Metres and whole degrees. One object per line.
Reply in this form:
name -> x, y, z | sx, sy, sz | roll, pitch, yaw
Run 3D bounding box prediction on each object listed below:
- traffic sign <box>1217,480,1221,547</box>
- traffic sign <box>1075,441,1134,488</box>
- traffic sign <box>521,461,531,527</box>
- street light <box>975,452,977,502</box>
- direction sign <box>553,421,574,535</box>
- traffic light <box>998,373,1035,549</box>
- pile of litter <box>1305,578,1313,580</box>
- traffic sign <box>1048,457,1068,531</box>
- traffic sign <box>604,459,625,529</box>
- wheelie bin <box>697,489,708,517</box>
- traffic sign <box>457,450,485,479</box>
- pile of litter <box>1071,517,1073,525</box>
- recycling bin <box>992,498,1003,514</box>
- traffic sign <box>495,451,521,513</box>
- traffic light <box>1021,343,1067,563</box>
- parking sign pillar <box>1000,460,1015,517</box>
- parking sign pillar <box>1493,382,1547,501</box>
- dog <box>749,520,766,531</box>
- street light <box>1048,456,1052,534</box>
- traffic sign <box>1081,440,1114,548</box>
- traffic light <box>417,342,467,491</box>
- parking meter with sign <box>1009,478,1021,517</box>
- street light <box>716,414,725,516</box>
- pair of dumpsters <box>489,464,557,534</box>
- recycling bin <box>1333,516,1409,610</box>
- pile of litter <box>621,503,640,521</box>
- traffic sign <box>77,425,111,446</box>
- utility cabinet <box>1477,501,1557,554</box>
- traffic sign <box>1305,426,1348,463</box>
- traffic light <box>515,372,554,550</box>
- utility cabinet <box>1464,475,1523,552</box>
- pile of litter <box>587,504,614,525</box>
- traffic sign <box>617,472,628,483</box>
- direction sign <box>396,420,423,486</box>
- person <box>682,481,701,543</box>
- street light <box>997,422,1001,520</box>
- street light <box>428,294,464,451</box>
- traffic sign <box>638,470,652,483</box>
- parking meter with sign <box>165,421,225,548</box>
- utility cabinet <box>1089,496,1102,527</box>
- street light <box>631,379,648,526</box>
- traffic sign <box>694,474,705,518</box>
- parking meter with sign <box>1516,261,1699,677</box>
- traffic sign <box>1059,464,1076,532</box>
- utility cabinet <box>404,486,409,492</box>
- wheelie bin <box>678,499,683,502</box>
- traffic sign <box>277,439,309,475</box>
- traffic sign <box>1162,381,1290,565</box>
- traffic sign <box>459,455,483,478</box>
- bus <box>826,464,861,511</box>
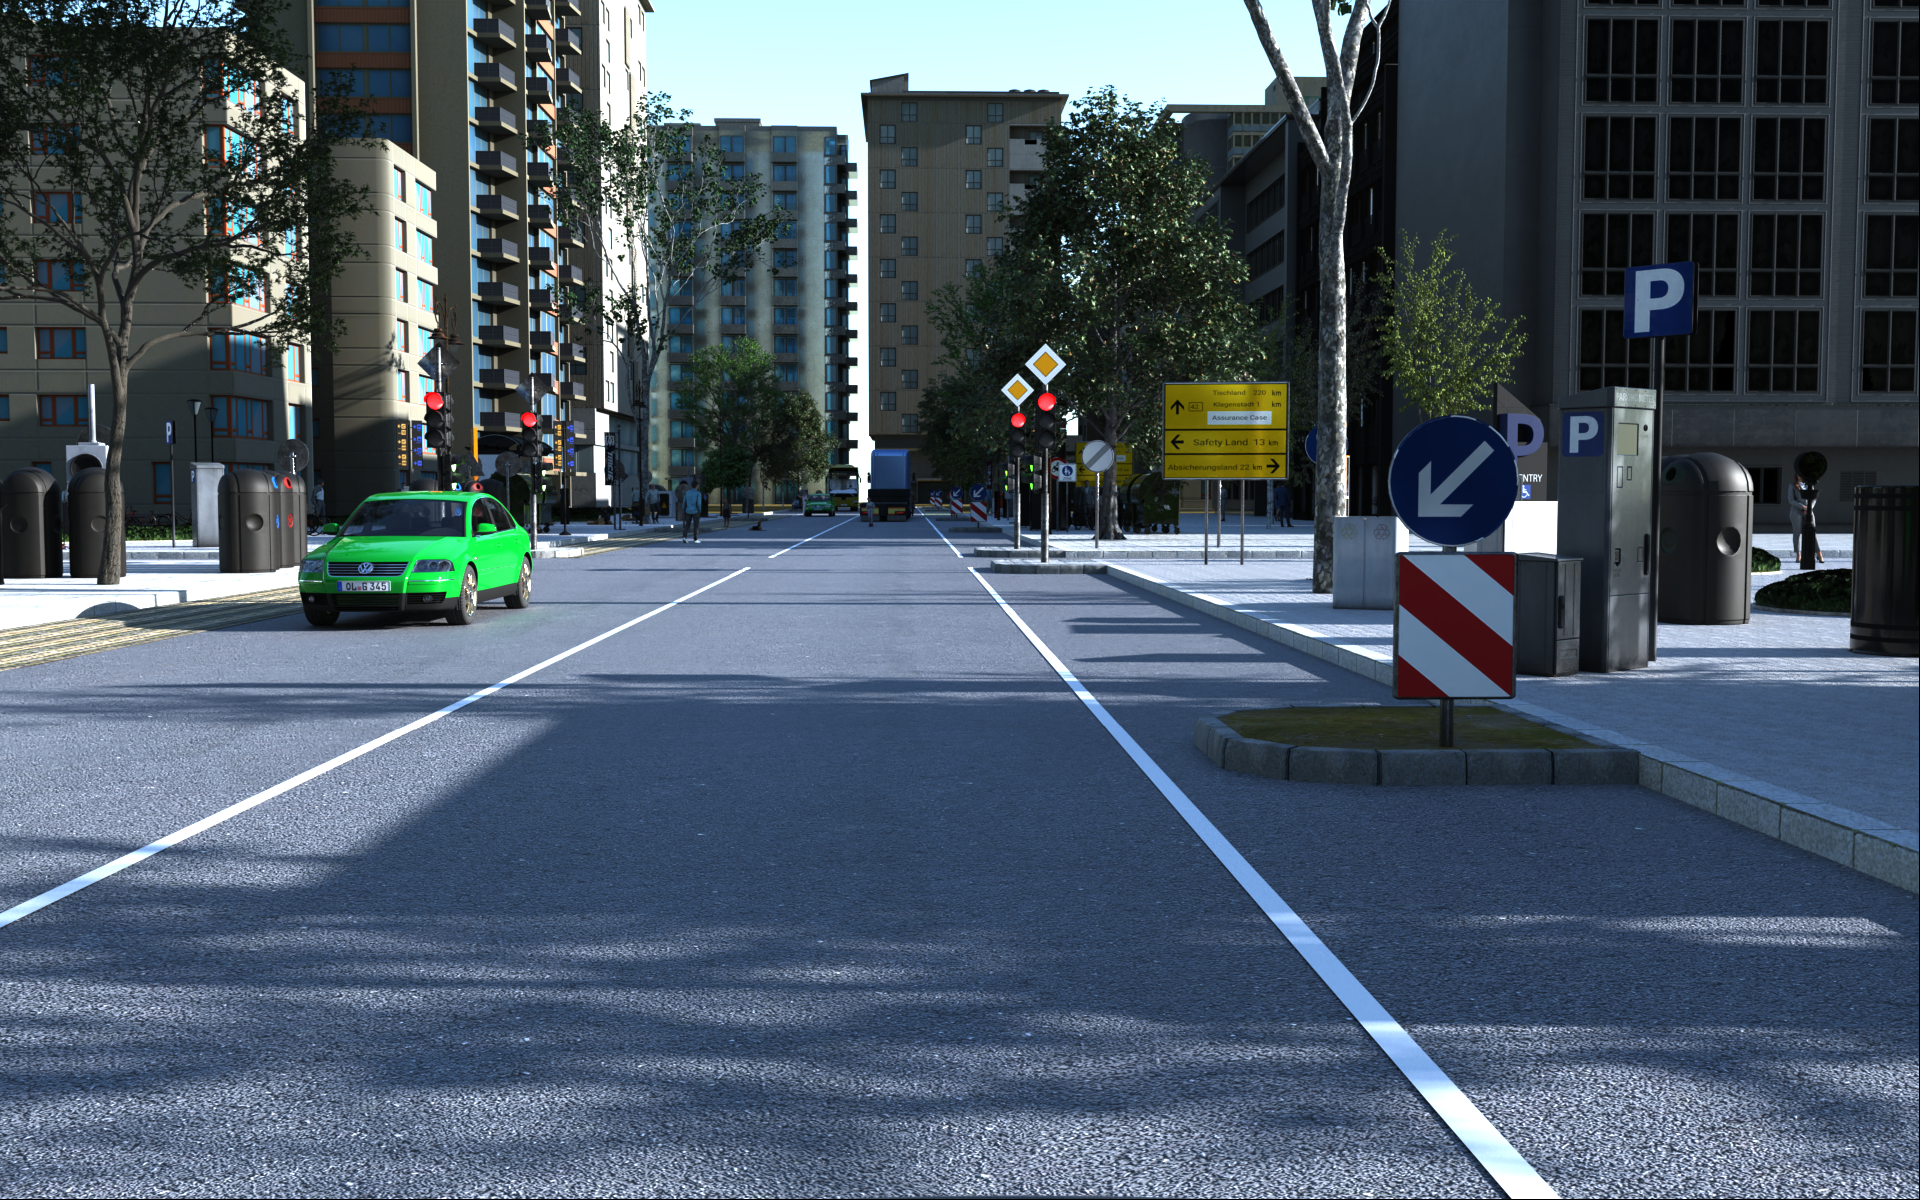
traffic sign -> 6.225, -2.538, 41.599 | 0.768, 2.556, 0.104 | 0, 4, 2
traffic sign -> 5.544, -4.451, 66.654 | 2.265, 3.308, 0.079 | 0, 4, 0
traffic sign -> -16.692, -4.073, 66.697 | 0.768, 2.556, 0.104 | 0, 4, 0
street light -> 1.073, -8.677, 114.653 | 0.468, 5.910, 1.993 | 0, 4, -2
direction sign -> -12.315, -3.787, 53.916 | 0.379, 3.537, 0.876 | 2, 4, 31
traffic light -> 1.316, -3.144, 40.331 | 0.839, 4.253, 0.868 | 0, 4, -2
pile of litter -> 5.905, -0.707, 25.524 | 1.176, 0.858, 1.719 | -2, 4, -27
traffic sign -> 3.368, -3.646, 59.716 | 0.768, 2.556, 0.104 | 0, 4, 7
traffic sign -> -12.693, -3.885, 63.627 | 0.768, 2.556, 0.104 | 0, 4, 4
wheelie bin -> -14.461, -5.427, 96.645 | 0.980, 1.594, 0.693 | 2, 4, 27
traffic sign -> -14.447, -3.125, 51.090 | 0.884, 2.594, 0.081 | 0, 4, 6
pile of litter -> 4.808, -3.601, 72.846 | 1.719, 0.858, 1.176 | -3, 5, -40
recycling bin -> 2.592, -6.224, 114.317 | 0.722, 1.027, 0.722 | 2, 4, 30
traffic sign -> -13.493, -3.156, 51.713 | 0.768, 2.556, 0.104 | 0, 4, 0
traffic light -> 1.571, -2.656, 32.350 | 0.839, 4.253, 0.868 | 0, 4, -2
parking sign pillar -> 2.896, -6.732, 98.545 | 1.447, 3.967, 1.447 | 0, 4, 2
parking sign pillar -> 13.592, -3.277, 42.057 | 1.447, 3.967, 1.447 | -1, 4, -20
dog -> -7.984, -2.924, 67.995 | 0.550, 0.427, 0.748 | -2, 4, -32
street light -> 2.856, -5.027, 54.975 | 0.468, 5.910, 1.993 | 0, 4, -2
traffic sign -> 3.248, -2.502, 41.014 | 0.768, 2.556, 0.104 | 0, 4, 0
traffic light -> -9.584, -2.634, 31.979 | 0.839, 4.253, 0.868 | 0, 4, -2
parking meter with sign -> 2.988, -6.086, 95.764 | 0.543, 3.016, 1.738 | -1, 4, -23
street light -> -13.768, -7.764, 99.731 | 0.468, 5.910, 1.993 | 0, 4, -2
pair of dumpsters -> -14.057, -3.232, 55.334 | 1.574, 2.255, 4.437 | 0, 4, -2
recycling bin -> 4.631, -0.426, 19.520 | 0.722, 1.027, 0.722 | 2, 4, 24
pile of litter -> -15.850, -4.244, 83.352 | 1.176, 0.858, 1.719 | 2, 4, 28
traffic sign -> -15.822, -1.938, 31.793 | 0.768, 2.556, 0.104 | 0, 4, -1
utility cabinet -> 4.909, -0.237, 15.037 | 1.020, 1.237, 0.306 | -2, 4, -35
traffic sign -> 6.645, -1.919, 31.474 | 0.768, 2.556, 0.104 | 0, 4, 5
traffic light -> -9.839, -3.122, 39.960 | 0.839, 4.253, 0.868 | 0, 4, -2
utility cabinet -> 5.599, -0.582, 18.196 | 0.318, 1.500, 1.173 | 0, 4, 2
pile of litter -> -15.027, -3.575, 72.418 | 1.176, 0.858, 1.719 | -1, 4, -17
traffic sign -> -17.389, -5.445, 88.754 | 0.795, 2.593, 0.064 | 0, 4, 5
direction sign -> -16.874, -3.740, 53.150 | 0.379, 3.537, 0.876 | 3, 5, 40
person -> -7.889, -2.587, 50.819 | 0.660, 1.820, 0.620 | 1, 4, 19
street light -> 1.894, -6.854, 84.853 | 0.468, 5.910, 1.993 | 0, 4, -2
street light -> -11.869, -4.119, 40.139 | 0.468, 5.910, 1.993 | 0, 4, -2
traffic sign -> -16.088, -5.402, 88.428 | 0.768, 2.556, 0.104 | 0, 4, 7
parking meter with sign -> -18.155, -2.788, 41.840 | 1.738, 3.016, 0.543 | -3, 5, -40
utility cabinet -> 5.619, -3.499, 68.373 | 1.020, 1.237, 0.306 | -1, 4, -18
street light -> -12.912, -5.942, 69.932 | 0.468, 5.910, 1.993 | 0, 4, -2
traffic sign -> -13.375, -5.307, 88.903 | 0.606, 2.300, 0.079 | 0, 4, 4
parking meter with sign -> 4.699, -1.004, 12.679 | 1.738, 3.016, 0.543 | -3, 5, -41
traffic sign -> 3.607, -3.432, 58.250 | 0.606, 2.300, 0.079 | 0, 3, 0
utility cabinet -> -15.392, -2.504, 49.615 | 0.318, 1.500, 1.173 | 2, 4, 24
wheelie bin -> -17.976, -6.376, 112.148 | 0.980, 1.594, 0.693 | 2, 4, 26
traffic sign -> -15.401, -2.440, 40.001 | 0.768, 2.556, 0.104 | 0, 4, 8
traffic sign -> 4.799, -2.293, 31.366 | 2.265, 3.308, 0.079 | 0, 4, 6
traffic sign -> -15.531, -3.356, 54.972 | 0.768, 2.556, 0.104 | 0, 4, 3
bus -> -9.837, -9.482, 146.574 | 2.896, 3.916, 12.252 | 0, 4, -4
